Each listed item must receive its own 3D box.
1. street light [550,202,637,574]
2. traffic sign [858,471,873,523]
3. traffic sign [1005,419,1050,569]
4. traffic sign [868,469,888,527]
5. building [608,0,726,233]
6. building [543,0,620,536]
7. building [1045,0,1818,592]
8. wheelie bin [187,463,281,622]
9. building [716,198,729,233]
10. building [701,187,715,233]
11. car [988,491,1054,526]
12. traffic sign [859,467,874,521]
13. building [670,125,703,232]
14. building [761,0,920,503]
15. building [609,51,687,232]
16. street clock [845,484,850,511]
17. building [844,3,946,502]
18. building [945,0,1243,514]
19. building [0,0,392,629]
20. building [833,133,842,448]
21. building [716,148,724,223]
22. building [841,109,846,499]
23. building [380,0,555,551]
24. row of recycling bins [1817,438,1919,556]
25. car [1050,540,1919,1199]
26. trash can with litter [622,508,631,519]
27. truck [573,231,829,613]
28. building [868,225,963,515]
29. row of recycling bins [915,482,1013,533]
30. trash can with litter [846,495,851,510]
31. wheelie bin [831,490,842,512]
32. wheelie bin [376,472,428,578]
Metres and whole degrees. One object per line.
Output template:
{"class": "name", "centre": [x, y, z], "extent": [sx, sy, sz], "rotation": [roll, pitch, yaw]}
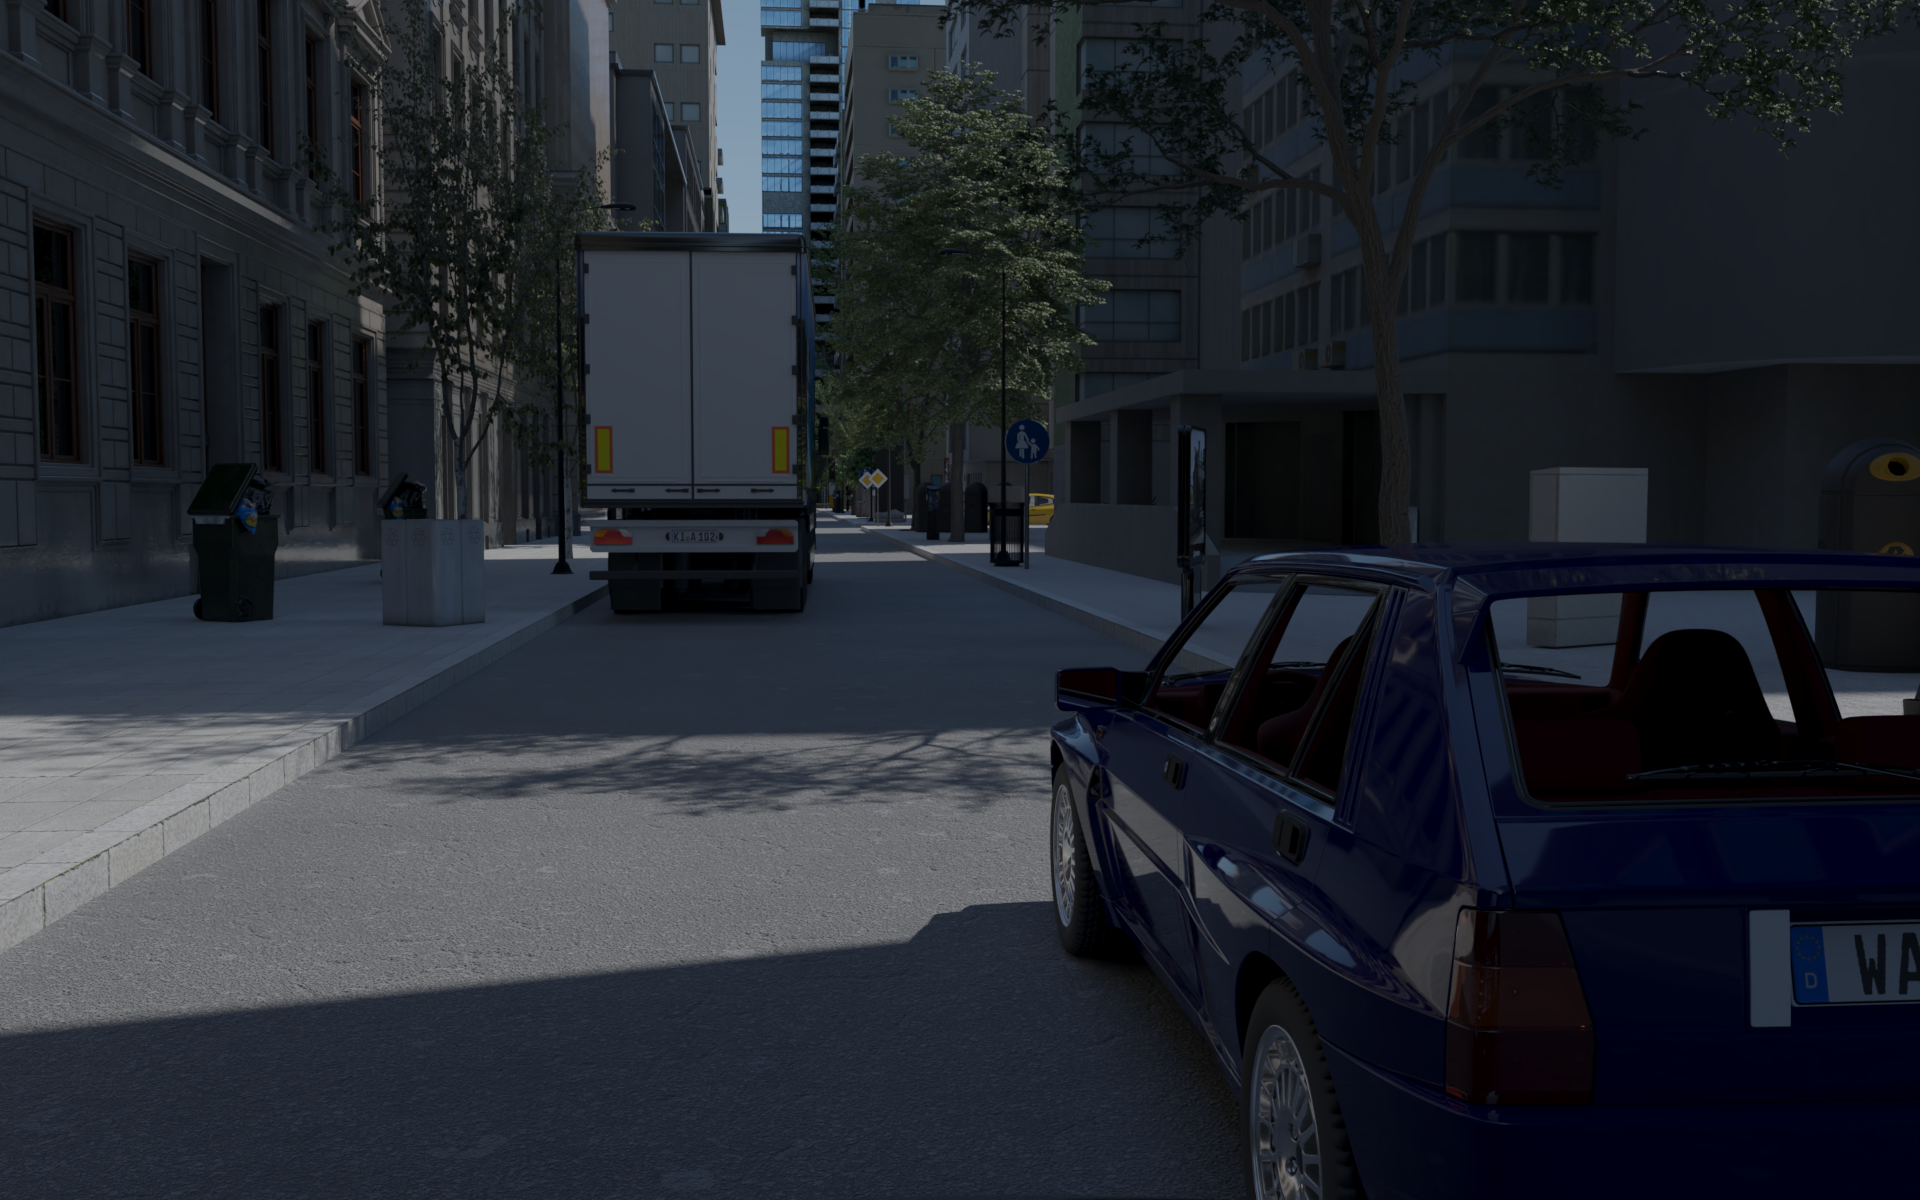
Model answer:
{"class": "street light", "centre": [-5.849, -3.373, 27.688], "extent": [1.470, 5.913, 1.316], "rotation": [0, 4, -6]}
{"class": "traffic sign", "centre": [-4.065, -4.428, 76.044], "extent": [0.795, 2.450, 0.064], "rotation": [0, 4, -6]}
{"class": "traffic sign", "centre": [1.142, -1.799, 29.517], "extent": [0.768, 2.556, 0.104], "rotation": [0, 4, -3]}
{"class": "traffic sign", "centre": [-3.227, -3.943, 68.103], "extent": [0.795, 2.450, 0.064], "rotation": [0, 4, -6]}
{"class": "building", "centre": [-38.358, -35.862, 175.580], "extent": [28.713, 52.752, 27.495], "rotation": [0, 4, -6]}
{"class": "building", "centre": [-21.883, -16.596, 57.250], "extent": [20.117, 28.700, 13.634], "rotation": [0, 4, -6]}
{"class": "building", "centre": [18.530, -20.682, 30.025], "extent": [32.217, 40.220, 23.993], "rotation": [0, 4, -6]}
{"class": "wheelie bin", "centre": [-7.370, -0.593, 17.607], "extent": [0.980, 1.594, 0.693], "rotation": [2, 4, 28]}
{"class": "building", "centre": [-39.065, -34.084, 240.859], "extent": [14.086, 41.232, 14.154], "rotation": [0, 4, -6]}
{"class": "building", "centre": [-29.293, -23.498, 155.897], "extent": [14.160, 30.474, 14.107], "rotation": [0, 4, -6]}
{"class": "car", "centre": [2.661, -3.884, 73.724], "extent": [3.980, 1.641, 2.015], "rotation": [0, 4, -5]}
{"class": "traffic sign", "centre": [-4.419, -5.041, 82.527], "extent": [0.768, 2.556, 0.104], "rotation": [0, 4, 3]}
{"class": "building", "centre": [-25.065, -19.831, 117.741], "extent": [14.314, 27.812, 24.014], "rotation": [0, 4, -6]}
{"class": "building", "centre": [-16.305, -57.051, 245.447], "extent": [31.000, 86.520, 22.319], "rotation": [0, 4, -6]}
{"class": "building", "centre": [-22.223, -16.618, 90.763], "extent": [14.314, 24.678, 30.058], "rotation": [0, 4, -6]}
{"class": "street clock", "centre": [-8.302, -7.542, 127.886], "extent": [0.358, 2.002, 0.471], "rotation": [0, 4, 4]}
{"class": "building", "centre": [-0.214, -33.411, 169.972], "extent": [21.300, 48.544, 21.600], "rotation": [0, 4, -6]}
{"class": "building", "centre": [6.828, -24.582, 85.514], "extent": [14.086, 41.232, 14.154], "rotation": [0, 4, -6]}
{"class": "building", "centre": [-14.766, -11.357, 21.843], "extent": [11.583, 22.565, 21.152], "rotation": [0, 4, -6]}
{"class": "building", "centre": [-3.897, -36.122, 210.206], "extent": [23.786, 49.044, 30.456], "rotation": [0, 4, -6]}
{"class": "building", "centre": [-43.895, -36.043, 208.904], "extent": [30.456, 49.044, 23.786], "rotation": [0, 4, -6]}
{"class": "building", "centre": [-5.907, -30.843, 187.881], "extent": [14.154, 41.232, 14.086], "rotation": [0, 4, -6]}
{"class": "building", "centre": [-15.794, -11.773, 41.644], "extent": [9.793, 20.994, 18.267], "rotation": [0, 4, -6]}
{"class": "row of recycling bins", "centre": [7.783, -0.293, 11.899], "extent": [3.534, 1.692, 1.069], "rotation": [3, 5, 41]}
{"class": "car", "centre": [1.272, 0.506, 4.306], "extent": [1.945, 1.354, 3.894], "rotation": [0, 4, -5]}
{"class": "trash can with litter", "centre": [-10.153, -2.476, 51.863], "extent": [1.055, 1.170, 0.624], "rotation": [-1, 4, -19]}
{"class": "truck", "centre": [-3.270, -2.156, 24.171], "extent": [2.839, 4.237, 11.283], "rotation": [0, 4, -4]}
{"class": "building", "centre": [8.041, -17.014, 123.221], "extent": [27.650, 21.520, 28.899], "rotation": [0, 4, -6]}
{"class": "row of recycling bins", "centre": [0.170, -3.098, 57.759], "extent": [3.534, 1.692, 1.069], "rotation": [1, 4, 19]}
{"class": "trash can with litter", "centre": [-8.719, -7.789, 138.734], "extent": [0.624, 1.170, 1.055], "rotation": [-1, 4, -21]}
{"class": "wheelie bin", "centre": [-8.588, -6.969, 121.858], "extent": [0.980, 1.594, 0.693], "rotation": [1, 4, 12]}
{"class": "wheelie bin", "centre": [-8.105, -1.059, 25.219], "extent": [0.693, 1.594, 0.980], "rotation": [-2, 4, -27]}
